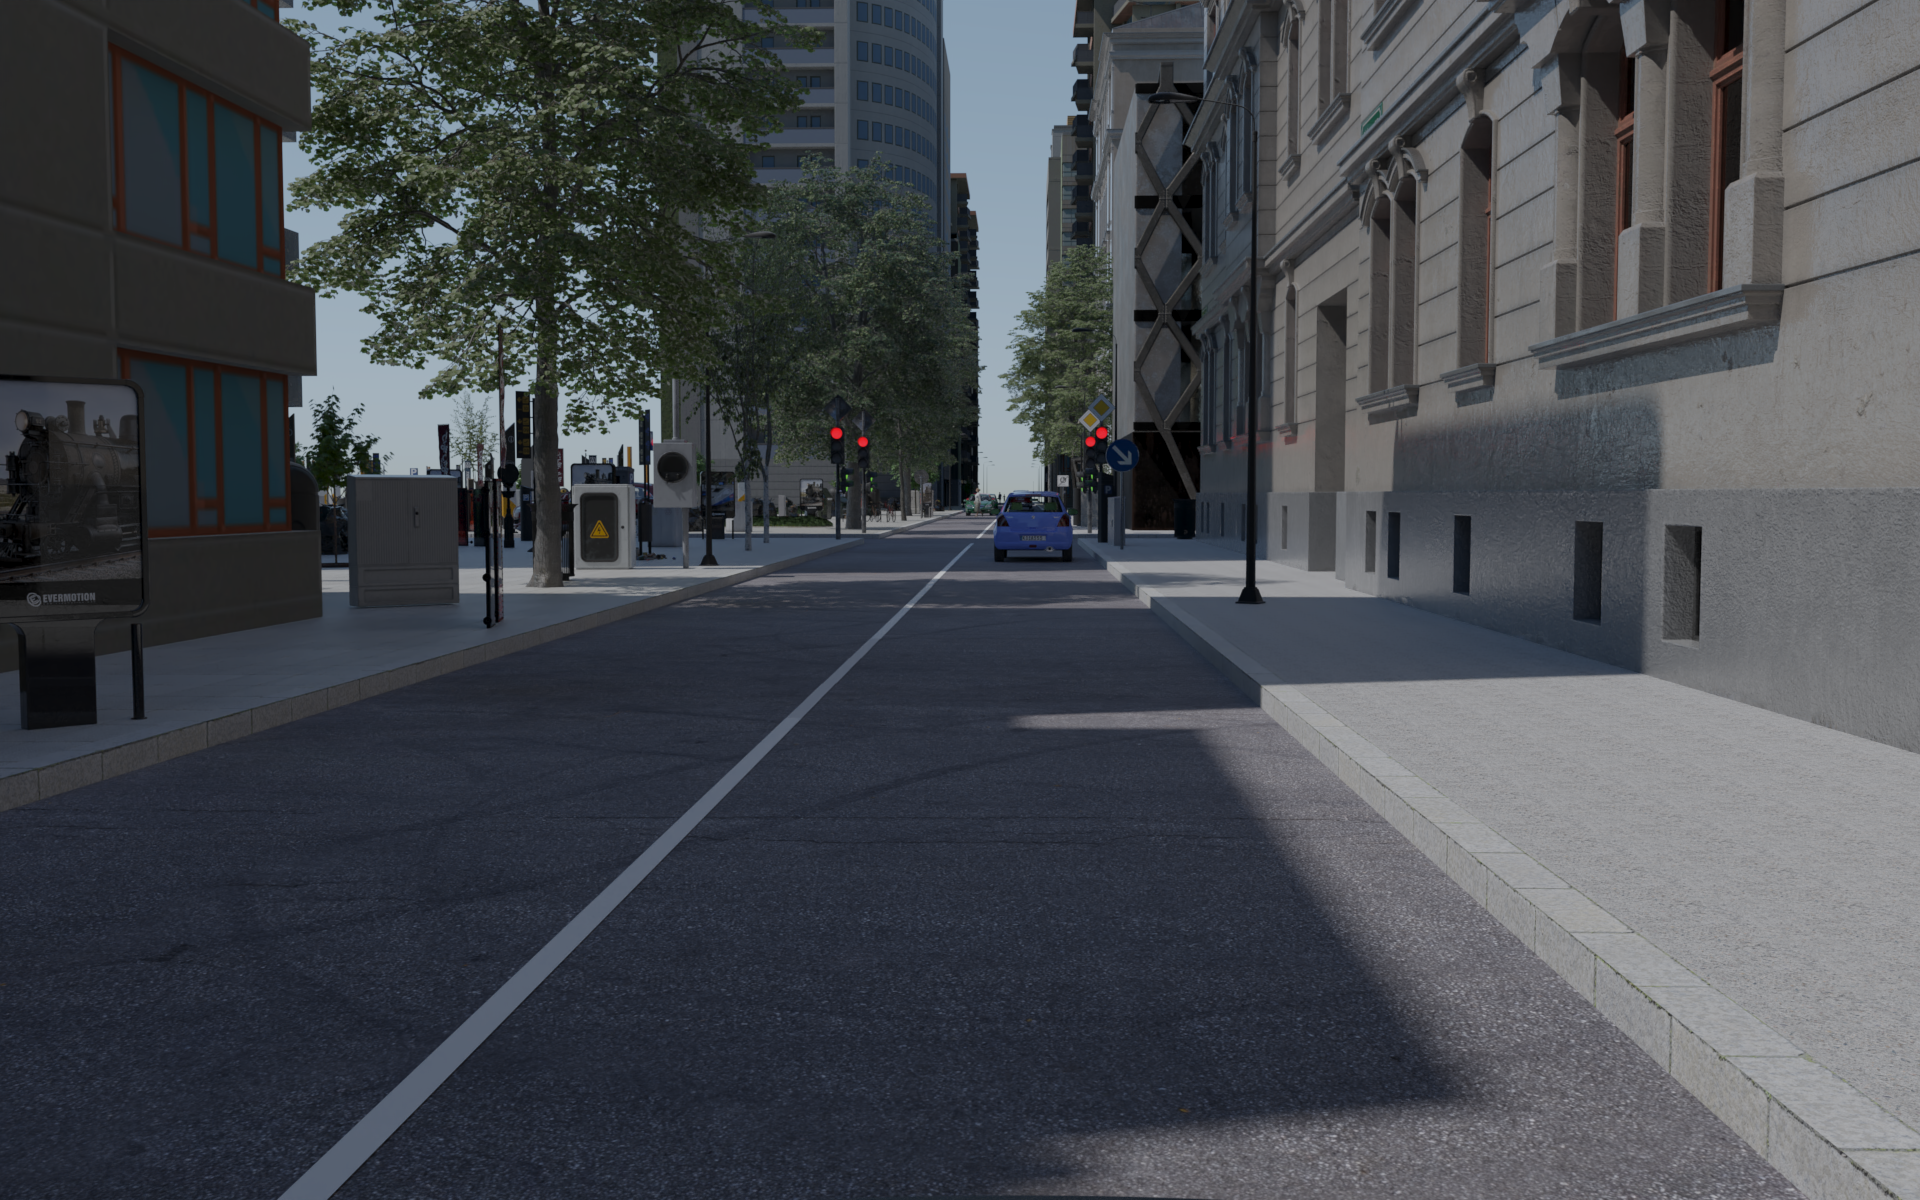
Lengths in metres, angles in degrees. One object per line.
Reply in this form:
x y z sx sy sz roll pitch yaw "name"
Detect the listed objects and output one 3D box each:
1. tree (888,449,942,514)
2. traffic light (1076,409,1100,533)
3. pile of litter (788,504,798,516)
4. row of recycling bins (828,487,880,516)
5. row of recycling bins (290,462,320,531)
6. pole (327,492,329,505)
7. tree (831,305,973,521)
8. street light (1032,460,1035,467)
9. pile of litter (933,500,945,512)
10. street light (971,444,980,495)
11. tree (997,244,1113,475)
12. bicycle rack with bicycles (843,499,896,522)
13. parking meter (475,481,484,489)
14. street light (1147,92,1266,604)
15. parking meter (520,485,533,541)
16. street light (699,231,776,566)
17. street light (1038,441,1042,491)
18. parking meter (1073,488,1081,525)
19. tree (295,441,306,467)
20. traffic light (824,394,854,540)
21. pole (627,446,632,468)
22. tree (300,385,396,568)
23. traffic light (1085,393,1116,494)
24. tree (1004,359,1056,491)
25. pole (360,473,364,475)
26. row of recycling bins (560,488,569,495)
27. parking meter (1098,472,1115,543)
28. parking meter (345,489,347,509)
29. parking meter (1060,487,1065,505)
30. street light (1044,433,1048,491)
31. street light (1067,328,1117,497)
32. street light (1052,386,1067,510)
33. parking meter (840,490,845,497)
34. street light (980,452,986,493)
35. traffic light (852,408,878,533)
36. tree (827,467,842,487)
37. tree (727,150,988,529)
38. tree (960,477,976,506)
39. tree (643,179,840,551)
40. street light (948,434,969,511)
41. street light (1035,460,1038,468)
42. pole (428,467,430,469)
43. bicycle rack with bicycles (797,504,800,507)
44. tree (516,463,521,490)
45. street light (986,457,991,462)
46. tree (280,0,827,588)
-2.878 -7.799 111.227 4.285 4.588 4.351 0 3 0 "tree"
4.223 -4.134 56.508 0.839 4.253 0.868 0 4 2 "traffic light"
-7.667 -3.854 76.972 1.176 0.858 1.719 1 4 10 "pile of litter"
-6.232 -5.806 102.045 3.534 1.692 1.069 -3 4 -37 "row of recycling bins"
-9.913 -0.908 21.957 3.534 1.692 1.069 0 4 -3 "row of recycling bins"
-39.182 -6.930 107.148 0.158 3.312 0.155 0 3 0 "pole"
-3.025 -9.070 82.712 7.601 10.594 8.767 -1 4 -10 "tree"
9.592 -14.408 208.117 1.470 5.913 1.316 0 4 2 "street light"
-1.836 -6.903 126.830 1.719 0.858 1.176 -2 4 -24 "pile of litter"
0.862 -11.573 161.751 1.470 5.913 1.316 0 4 2 "street light"
5.415 -9.870 79.510 7.486 12.596 7.792 0 3 0 "tree"
-4.241 -4.024 79.180 2.852 0.926 2.925 -1 4 -11 "bicycle rack with bicycles"
-21.574 -4.416 77.911 0.399 1.863 0.255 1 4 17 "parking meter"
2.869 -2.914 20.178 1.470 5.913 1.316 0 4 2 "street light"
-11.829 -2.381 47.345 0.372 1.533 0.369 0 3 0 "parking meter"
-3.951 -3.564 30.810 1.470 5.913 1.316 0 4 2 "street light"
6.845 -9.696 131.075 1.470 5.913 1.316 0 4 2 "street light"
4.824 -3.829 71.016 0.372 1.533 0.369 0 3 0 "parking meter"
-35.231 -6.452 89.209 4.285 4.588 4.351 0 3 0 "tree"
-3.422 -3.661 48.777 0.839 4.253 0.868 0 4 2 "traffic light"
-14.146 -4.916 74.213 0.158 3.312 0.155 0 3 0 "pole"
-11.061 -2.191 30.431 1.663 3.219 1.824 0 3 0 "tree"
3.935 -3.646 48.528 0.839 4.253 0.868 0 4 2 "traffic light"
12.737 -22.108 217.352 12.611 20.169 13.585 0 3 0 "tree"
-29.562 -5.616 85.660 0.158 3.312 0.155 0 3 0 "pole"
-24.392 -6.403 111.796 3.534 1.692 1.069 1 4 19 "row of recycling bins"
3.860 -2.448 45.742 0.399 1.863 0.255 -2 4 -24 "parking meter"
-47.103 -7.801 133.250 0.255 1.863 0.399 3 5 44 "parking meter"
6.782 -6.601 113.629 0.399 1.863 0.255 -2 4 -31 "parking meter"
5.768 -7.973 102.892 1.470 5.913 1.316 0 4 2 "street light"
3.825 -4.647 48.519 1.470 5.913 1.316 0 4 2 "street light"
4.782 -6.217 74.197 1.470 5.913 1.316 0 4 2 "street light"
-6.331 -5.153 92.667 0.372 1.533 0.369 0 3 0 "parking meter"
1.848 -13.340 190.649 1.470 5.913 1.316 0 4 2 "street light"
-3.134 -4.149 56.757 0.839 4.253 0.868 0 4 2 "traffic light"
-8.342 -7.878 123.412 1.663 3.219 1.824 0 3 0 "tree"
-3.995 -9.582 63.329 9.857 13.997 8.962 0 3 0 "tree"
1.020 -12.206 194.166 1.663 3.219 1.824 0 3 0 "tree"
-5.003 -5.416 38.907 4.360 8.622 3.978 0 3 0 "tree"
-0.225 -9.837 133.378 1.470 5.913 1.316 0 4 2 "street light"
7.540 -10.962 151.776 1.470 5.913 1.316 0 4 2 "street light"
-39.424 -8.246 128.662 0.158 3.312 0.155 0 3 0 "pole"
-9.255 -6.150 113.936 2.852 0.926 2.925 3 5 42 "bicycle rack with bicycles"
-25.098 -6.418 99.536 1.663 3.219 1.824 0 3 0 "tree"
2.758 -14.927 216.598 1.470 5.913 1.316 0 4 2 "street light"
-5.737 -6.475 23.989 7.486 12.596 7.792 0 3 0 "tree"
